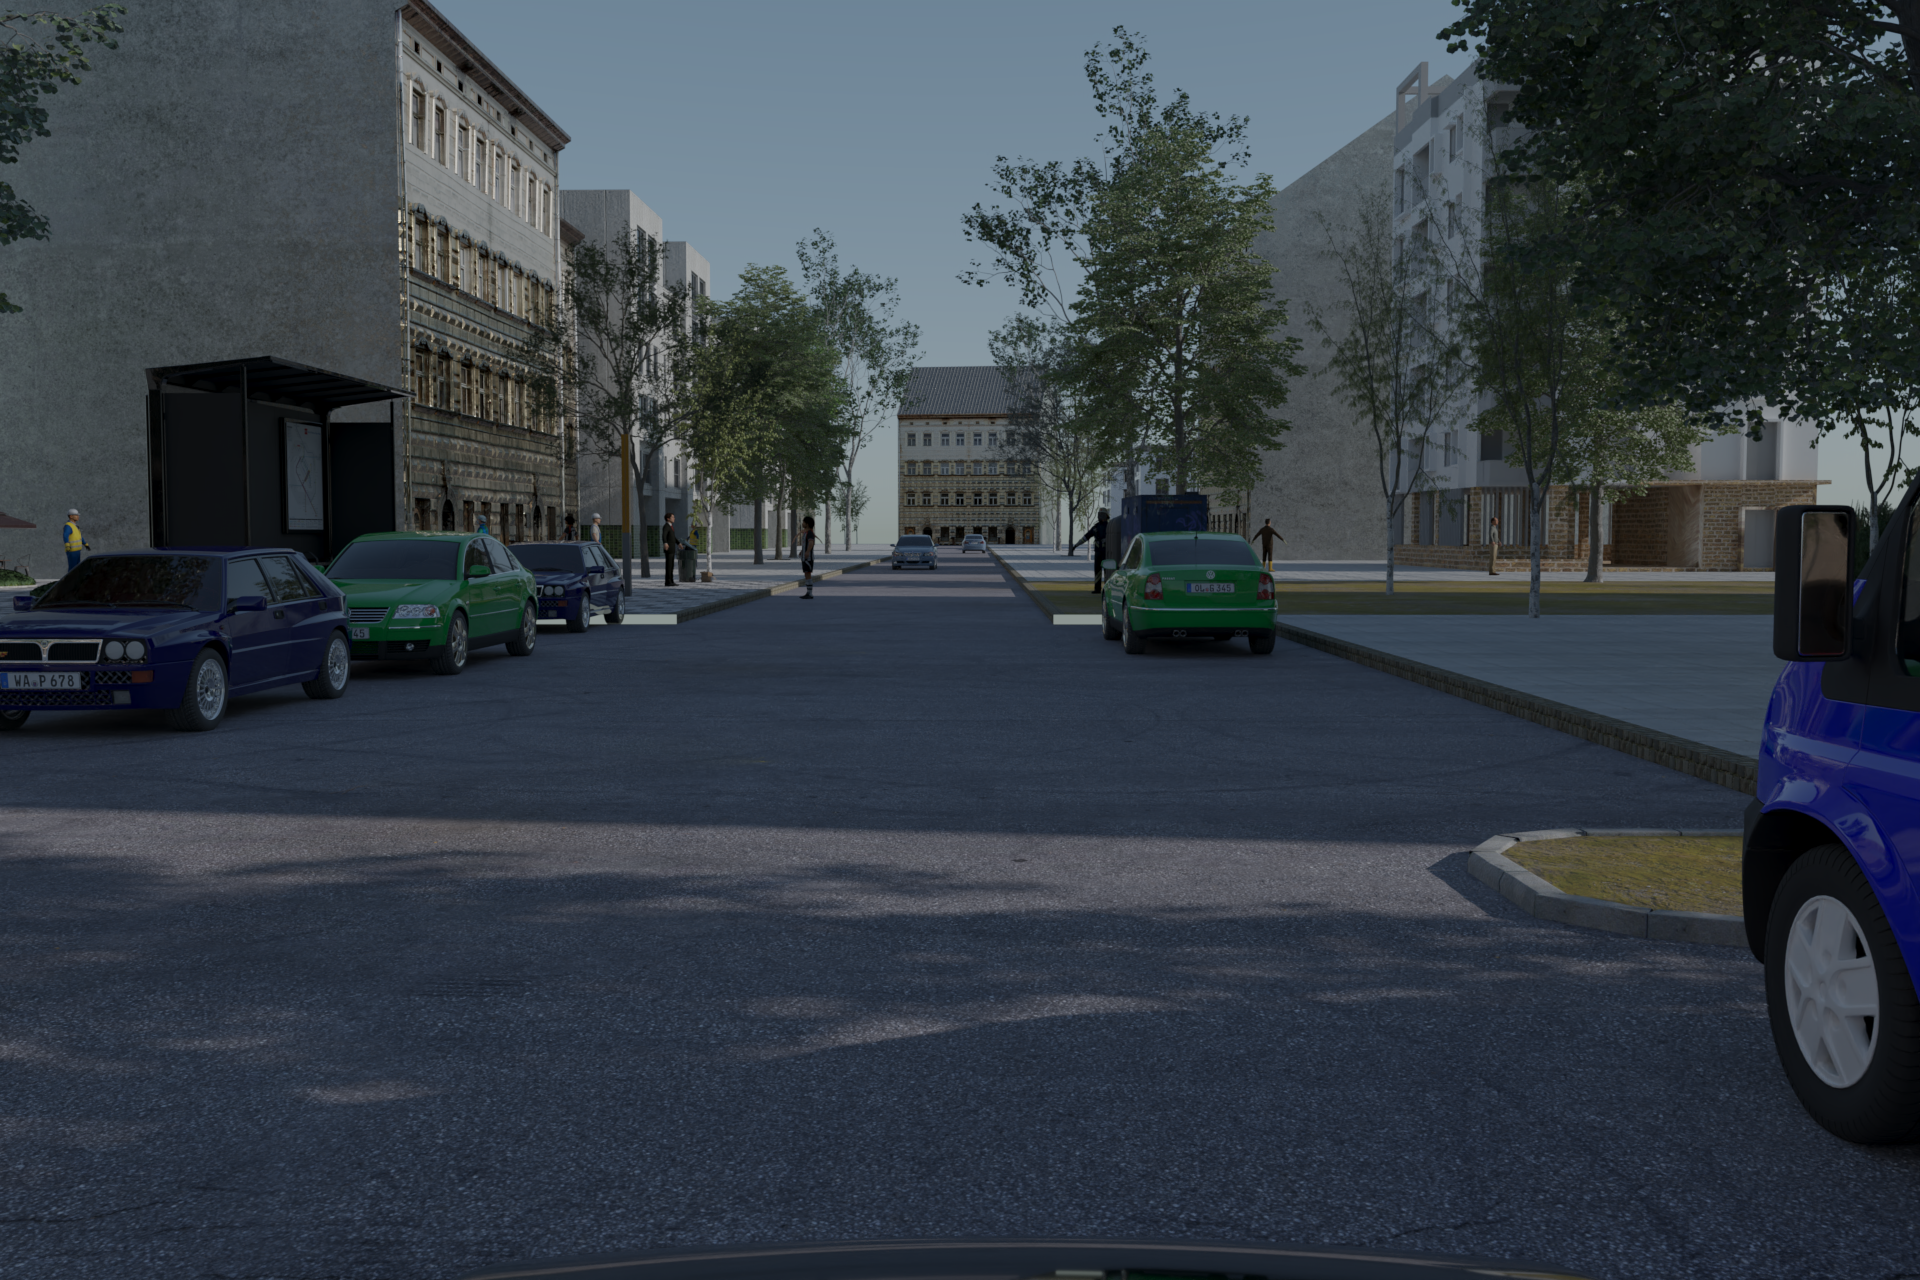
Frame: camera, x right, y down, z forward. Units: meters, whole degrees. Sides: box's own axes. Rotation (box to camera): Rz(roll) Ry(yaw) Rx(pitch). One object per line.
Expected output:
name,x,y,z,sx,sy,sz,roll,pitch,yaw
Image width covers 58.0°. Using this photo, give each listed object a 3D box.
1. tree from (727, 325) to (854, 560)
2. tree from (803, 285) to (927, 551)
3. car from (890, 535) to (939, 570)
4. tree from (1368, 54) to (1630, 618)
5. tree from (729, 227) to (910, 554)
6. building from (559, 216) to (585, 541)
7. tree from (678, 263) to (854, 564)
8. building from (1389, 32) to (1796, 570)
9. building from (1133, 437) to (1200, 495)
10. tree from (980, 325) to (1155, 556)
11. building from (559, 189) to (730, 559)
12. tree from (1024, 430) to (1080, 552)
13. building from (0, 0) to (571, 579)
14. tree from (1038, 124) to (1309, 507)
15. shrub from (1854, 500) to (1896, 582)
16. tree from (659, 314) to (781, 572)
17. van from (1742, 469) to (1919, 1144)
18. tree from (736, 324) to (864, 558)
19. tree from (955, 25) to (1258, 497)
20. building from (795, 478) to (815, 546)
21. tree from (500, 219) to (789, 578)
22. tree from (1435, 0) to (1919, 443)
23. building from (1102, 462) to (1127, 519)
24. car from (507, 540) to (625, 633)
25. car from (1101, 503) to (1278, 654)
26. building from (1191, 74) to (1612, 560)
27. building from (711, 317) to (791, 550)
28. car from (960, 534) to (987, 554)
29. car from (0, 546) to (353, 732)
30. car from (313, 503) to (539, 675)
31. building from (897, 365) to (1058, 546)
tree,-8.791,-9.741,85.013,9.928,11.665,9.643,0,3,0
tree,-8.397,-16.789,130.390,12.611,20.169,13.585,0,3,0
car,-1.829,-3.591,70.723,2.014,1.417,4.499,0,4,1
tree,9.017,-4.649,26.370,4.360,8.622,3.978,0,3,0
tree,-9.401,-15.541,109.992,12.611,20.169,13.585,0,3,0
building,-28.819,-15.172,78.990,19.493,23.208,18.063,0,4,1
tree,-8.258,-9.450,72.630,7.486,12.596,7.792,0,3,0
building,23.117,-13.118,70.907,16.016,20.090,11.380,0,4,1
building,21.434,-13.536,163.466,9.099,9.664,28.070,0,4,1
tree,6.492,-11.571,99.563,12.009,13.543,11.850,0,3,0
building,-24.873,-14.598,105.132,16.747,18.905,31.486,0,4,1
tree,6.571,-10.397,120.351,4.360,8.622,3.978,0,3,0
building,-24.696,-13.853,57.433,19.493,23.208,18.063,0,4,1
tree,6.041,-8.012,49.125,7.486,12.596,7.792,0,3,0
shrub,19.202,-1.929,35.953,1.690,2.028,1.600,0,3,0
tree,-8.442,-6.656,59.186,4.737,8.622,4.395,0,3,0
van,2.972,0.125,2.335,2.240,2.365,5.245,0,4,-1
tree,-9.100,-10.744,93.788,7.486,12.596,7.792,0,3,0
tree,5.755,-12.948,67.596,12.611,20.169,13.585,0,3,0
building,-26.184,-21.978,190.276,19.493,23.208,18.063,0,4,1
tree,-9.268,-7.124,50.893,8.767,10.594,7.601,-1,4,-10
tree,9.031,-6.652,15.421,9.857,13.997,8.962,0,3,0
building,21.923,-15.833,201.010,9.099,9.664,28.070,0,4,1
car,-6.271,-0.843,26.370,1.945,1.354,3.894,0,4,1
car,2.835,-0.810,22.044,1.959,1.807,4.718,0,4,-1
building,23.248,-15.993,92.413,19.493,23.208,18.063,0,3,0
building,-24.966,-17.769,156.979,16.747,18.905,31.486,0,4,1
car,1.026,-7.152,128.942,2.014,1.417,4.499,0,3,0
car,-6.282,-0.075,13.799,1.945,1.354,3.894,0,4,1
car,-5.953,-0.626,19.025,1.959,1.807,4.718,0,4,1
building,2.624,-23.951,224.982,18.063,23.208,19.493,1,4,10
